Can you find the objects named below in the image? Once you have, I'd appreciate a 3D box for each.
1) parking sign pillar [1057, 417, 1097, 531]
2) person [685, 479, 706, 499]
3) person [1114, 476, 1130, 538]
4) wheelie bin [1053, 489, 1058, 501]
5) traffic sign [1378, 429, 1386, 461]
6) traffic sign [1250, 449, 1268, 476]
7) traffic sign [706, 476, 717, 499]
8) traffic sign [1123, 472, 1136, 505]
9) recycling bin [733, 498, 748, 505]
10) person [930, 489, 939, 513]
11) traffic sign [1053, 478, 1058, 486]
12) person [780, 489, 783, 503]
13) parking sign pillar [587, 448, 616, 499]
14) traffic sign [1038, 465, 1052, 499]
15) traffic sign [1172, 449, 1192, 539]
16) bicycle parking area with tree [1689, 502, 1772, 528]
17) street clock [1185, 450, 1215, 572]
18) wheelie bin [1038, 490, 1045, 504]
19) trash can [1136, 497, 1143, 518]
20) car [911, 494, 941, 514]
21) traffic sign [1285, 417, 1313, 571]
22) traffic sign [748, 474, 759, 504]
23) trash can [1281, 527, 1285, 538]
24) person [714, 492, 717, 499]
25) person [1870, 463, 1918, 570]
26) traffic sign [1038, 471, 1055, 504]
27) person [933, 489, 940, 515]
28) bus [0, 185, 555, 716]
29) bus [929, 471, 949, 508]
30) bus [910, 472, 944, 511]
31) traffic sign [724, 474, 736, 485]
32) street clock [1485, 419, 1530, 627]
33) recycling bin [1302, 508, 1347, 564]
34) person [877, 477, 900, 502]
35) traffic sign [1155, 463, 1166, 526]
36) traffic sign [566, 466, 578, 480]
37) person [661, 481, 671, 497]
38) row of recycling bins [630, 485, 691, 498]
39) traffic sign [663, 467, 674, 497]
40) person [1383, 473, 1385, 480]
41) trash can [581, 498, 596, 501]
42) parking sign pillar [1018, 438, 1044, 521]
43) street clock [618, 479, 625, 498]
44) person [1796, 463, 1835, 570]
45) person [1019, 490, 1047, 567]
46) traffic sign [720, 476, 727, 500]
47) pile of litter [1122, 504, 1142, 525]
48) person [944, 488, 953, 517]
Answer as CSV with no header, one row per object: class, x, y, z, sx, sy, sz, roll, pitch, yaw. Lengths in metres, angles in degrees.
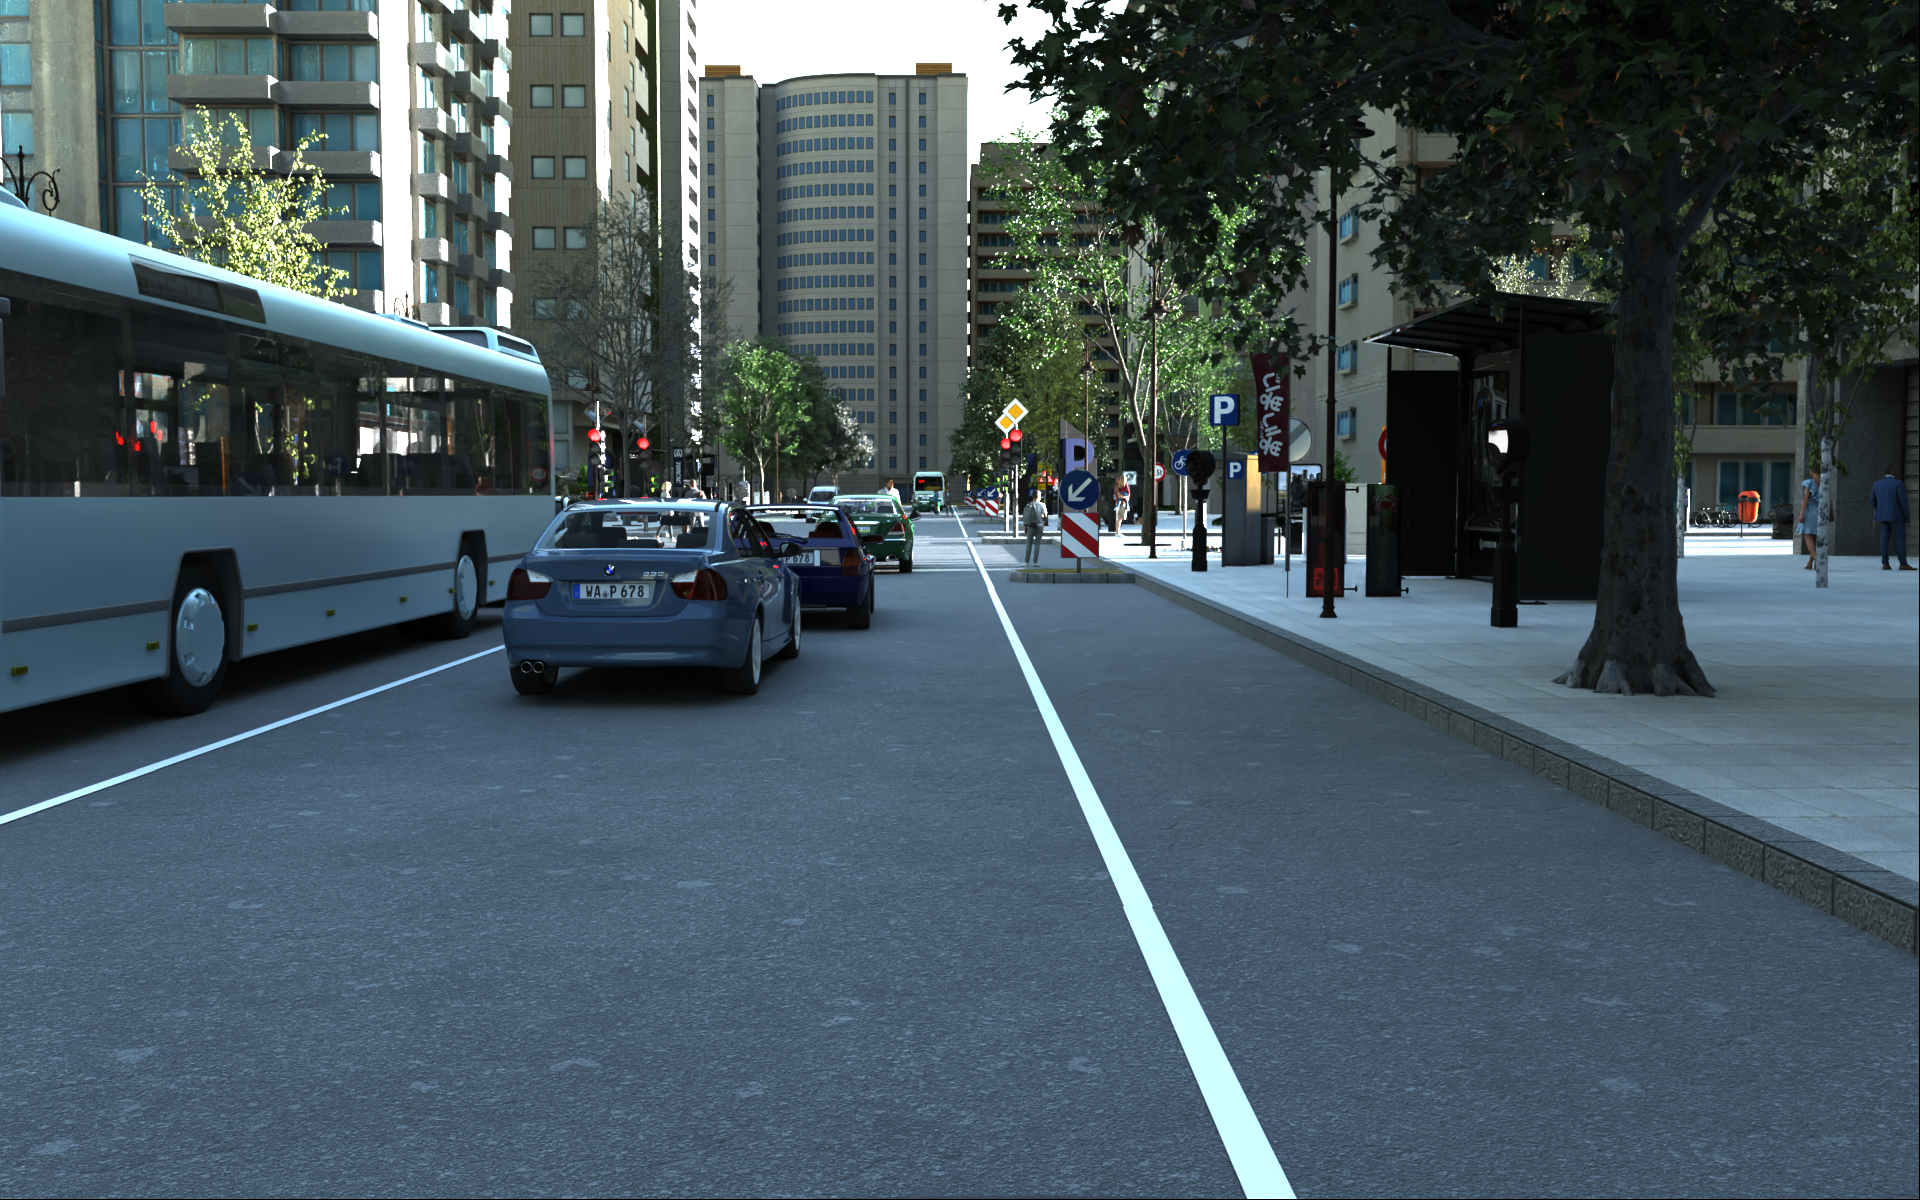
parking sign pillar,4.131,-4.423,60.783,1.447,3.967,1.447,-1,4,-20
person,-7.062,-2.313,46.276,0.622,1.834,0.822,-2,4,-34
person,4.762,-2.763,51.195,0.573,1.828,0.580,-3,4,-39
wheelie bin,6.545,-6.629,116.297,0.693,1.594,0.980,1,4,22
traffic sign,7.961,-1.917,31.444,0.768,2.556,0.104,1,4,8
traffic sign,8.508,-3.021,49.492,0.768,2.556,0.104,0,4,1
traffic sign,-13.995,-5.834,97.514,0.606,2.300,0.079,1,4,9
traffic sign,7.674,-4.668,78.447,0.606,2.300,0.079,0,4,3
recycling bin,-15.030,-6.485,118.584,0.722,1.027,0.722,2,4,33
person,-1.945,-7.626,133.451,0.573,1.790,0.520,2,4,31
traffic sign,7.460,-8.088,132.343,0.768,2.556,0.104,1,4,8
person,-20.122,-11.489,193.889,0.705,1.824,1.348,-2,4,-25
parking sign pillar,-16.758,-5.660,81.011,1.447,3.967,1.447,1,4,17
traffic sign,5.154,-7.599,118.110,2.265,3.308,0.079,0,4,1
traffic sign,6.393,-3.005,49.231,0.768,2.556,0.104,1,4,8
bicycle parking area with tree,25.958,-4.961,68.111,9.016,4.147,8.231,0,4,1
street clock,3.979,-1.477,28.722,0.358,2.002,0.471,-3,5,-41
wheelie bin,6.171,-7.591,132.013,0.980,1.594,0.693,1,4,20
trash can,8.179,-3.991,76.909,0.748,1.137,0.748,0,3,0
car,-2.370,-6.626,120.139,2.131,1.459,4.920,0,4,1
traffic sign,5.461,-1.755,28.804,0.768,2.556,0.104,0,4,4
traffic sign,-13.419,-6.870,112.428,0.768,2.556,0.104,0,4,6
trash can,9.755,-2.399,50.885,0.748,1.137,0.748,0,3,0
person,-27.670,-11.543,195.223,0.683,1.767,0.568,-2,4,-28
person,15.755,-1.409,29.262,0.419,1.800,0.721,-3,4,-38
traffic sign,4.195,-5.178,84.657,0.884,2.594,0.081,0,4,4
person,-1.581,-6.567,116.218,0.444,1.785,0.601,0,4,6
bus,-6.127,-1.170,13.985,2.948,3.499,13.247,0,4,0
bus,-2.616,-11.781,184.168,2.896,3.916,12.252,0,4,0
bus,-2.824,-9.496,150.122,2.948,3.499,13.247,0,4,-2
traffic sign,-14.596,-6.723,110.026,0.768,2.556,0.104,0,4,2
street clock,5.262,-0.741,16.693,0.358,2.002,0.471,-1,4,-10
recycling bin,6.751,-1.194,32.077,0.722,1.027,0.722,0,4,3
person,-1.741,-2.033,41.592,0.661,1.843,0.795,-1,4,-21
traffic sign,7.962,-4.282,70.123,0.768,2.556,0.104,1,4,9
traffic sign,-17.492,-4.744,77.676,0.768,2.556,0.104,0,4,6
person,-8.693,-2.591,51.037,0.728,1.800,0.709,-1,4,-23
row of recycling bins,-14.281,-4.638,82.947,3.534,1.692,1.069,0,4,-3
traffic sign,-13.567,-4.966,81.297,0.768,2.556,0.104,0,4,7
person,9.547,-1.990,38.760,0.526,1.800,0.537,0,4,0
trash can,-13.551,-3.183,63.703,0.748,1.137,0.748,0,3,0
parking sign pillar,3.482,-5.750,82.487,1.447,3.967,1.447,0,4,5
street clock,-16.632,-4.956,85.596,0.358,2.002,0.471,3,5,44
person,14.436,-1.408,29.161,0.616,1.811,0.778,1,4,9
person,1.442,-1.413,34.203,0.503,1.515,0.523,-1,4,-23
traffic sign,-16.500,-7.446,121.840,0.768,2.556,0.104,0,4,7
pile of litter,7.459,-3.645,73.560,1.176,0.858,1.719,2,4,34
person,-0.717,-6.141,109.182,0.520,1.790,0.573,-1,4,-22
